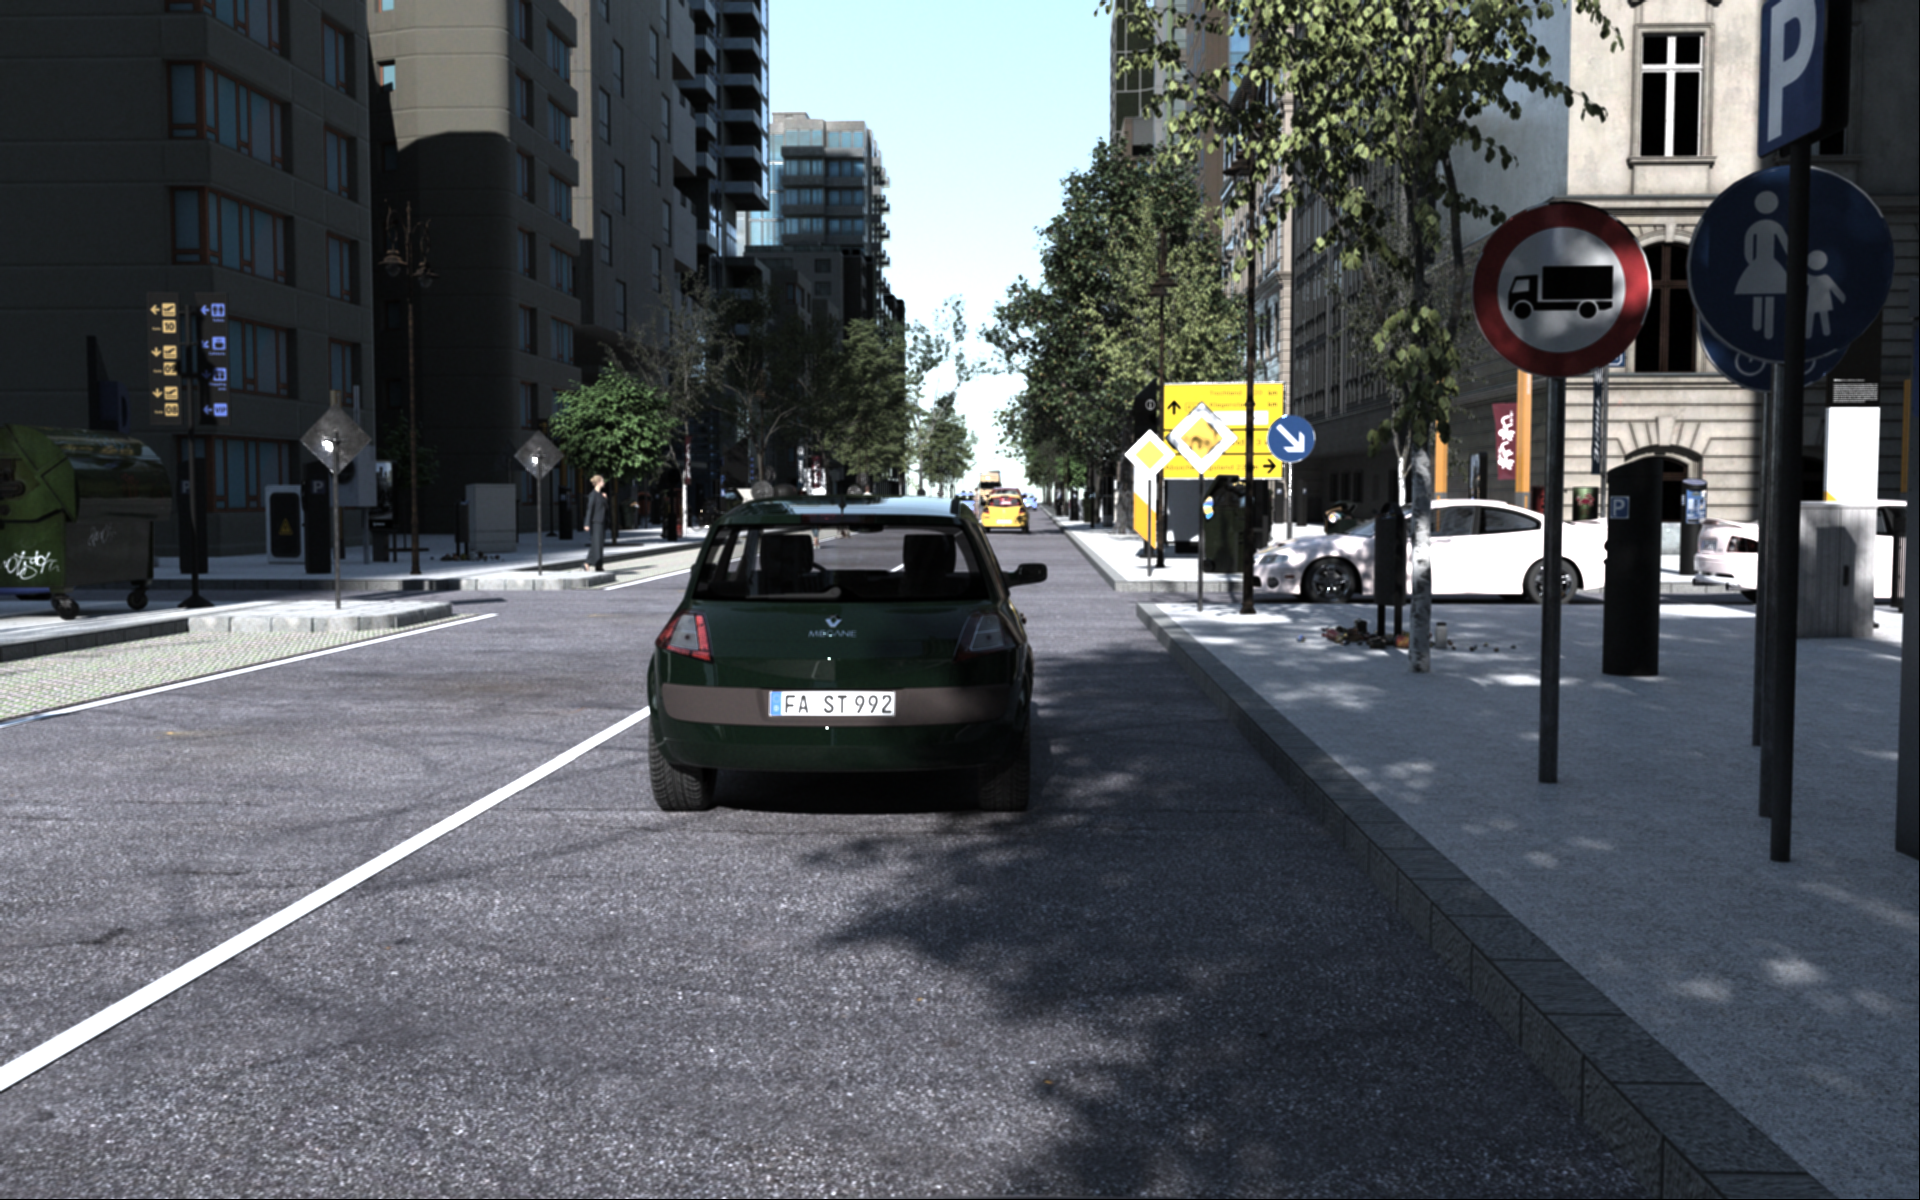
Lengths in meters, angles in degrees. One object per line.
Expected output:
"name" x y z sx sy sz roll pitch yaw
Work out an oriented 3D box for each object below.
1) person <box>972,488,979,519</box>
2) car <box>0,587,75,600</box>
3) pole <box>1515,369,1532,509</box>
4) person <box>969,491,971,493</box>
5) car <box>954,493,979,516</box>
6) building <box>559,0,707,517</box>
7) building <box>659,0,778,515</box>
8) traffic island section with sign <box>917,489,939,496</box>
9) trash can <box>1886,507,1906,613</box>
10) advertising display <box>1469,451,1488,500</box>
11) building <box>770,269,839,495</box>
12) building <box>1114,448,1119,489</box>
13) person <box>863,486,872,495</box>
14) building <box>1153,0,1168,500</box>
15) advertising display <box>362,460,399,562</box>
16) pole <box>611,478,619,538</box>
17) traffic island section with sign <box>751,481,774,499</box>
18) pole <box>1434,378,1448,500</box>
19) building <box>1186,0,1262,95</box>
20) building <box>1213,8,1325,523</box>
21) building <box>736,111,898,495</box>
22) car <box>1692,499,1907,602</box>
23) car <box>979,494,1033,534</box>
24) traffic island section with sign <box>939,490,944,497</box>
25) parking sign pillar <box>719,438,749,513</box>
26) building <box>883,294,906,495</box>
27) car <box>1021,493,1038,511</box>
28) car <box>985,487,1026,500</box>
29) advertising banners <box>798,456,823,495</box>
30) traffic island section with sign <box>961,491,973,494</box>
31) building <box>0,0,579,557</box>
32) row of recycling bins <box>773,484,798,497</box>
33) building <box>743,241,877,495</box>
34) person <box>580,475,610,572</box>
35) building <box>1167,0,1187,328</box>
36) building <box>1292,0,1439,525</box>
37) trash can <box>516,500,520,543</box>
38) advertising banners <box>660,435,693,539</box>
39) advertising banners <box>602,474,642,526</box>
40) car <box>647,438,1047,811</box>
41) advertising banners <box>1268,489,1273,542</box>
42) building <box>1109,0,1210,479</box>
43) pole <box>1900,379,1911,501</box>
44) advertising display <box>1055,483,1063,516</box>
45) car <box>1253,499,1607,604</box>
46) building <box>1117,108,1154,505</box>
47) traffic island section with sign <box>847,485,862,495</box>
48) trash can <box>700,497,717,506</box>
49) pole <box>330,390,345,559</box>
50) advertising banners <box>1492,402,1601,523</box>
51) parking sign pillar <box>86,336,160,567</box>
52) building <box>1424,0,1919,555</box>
"person" 0.829 -5.121 92.563 0.374 1.781 0.599 -1 4 -12
"car" -13.387 -0.773 22.234 3.694 1.707 1.945 0 4 3
"pole" 8.612 -1.997 26.493 0.158 3.312 0.155 0 3 0
"person" 0.947 -9.393 162.797 1.217 1.735 0.721 -1 4 -14
"car" 0.320 -6.508 115.991 1.945 1.707 3.694 0 4 2
"building" -28.768 -30.481 87.597 28.713 52.752 27.495 0 4 2
"building" -23.910 -49.176 116.694 22.319 86.520 31.000 0 4 2
"traffic island section with sign" -2.753 -7.163 125.736 1.989 1.847 2.006 0 4 2
"trash can" 10.378 -0.428 18.647 0.748 1.137 0.748 0 3 0
"advertising display" 7.946 -1.308 26.607 0.123 1.923 0.974 0 4 7
"building" -25.736 -18.570 148.666 27.650 21.520 28.899 0 4 2
"building" 31.210 -36.957 223.852 23.786 49.044 30.456 0 4 2
"person" -3.595 -3.635 68.502 0.480 1.755 0.524 1 4 16
"building" 27.729 -37.431 154.000 21.231 58.520 28.212 0 4 2
"advertising display" -11.010 -1.692 32.875 0.974 1.923 0.123 2 4 35
"pole" -10.165 -3.491 50.923 0.158 3.312 0.155 0 3 0
"traffic island section with sign" -5.724 -2.535 50.071 1.989 1.847 2.006 0 4 2
"pole" 8.495 -2.247 30.580 0.158 3.312 0.155 0 3 0
"building" 23.066 -28.693 119.248 14.600 45.320 14.200 0 4 2
"building" 20.435 -17.827 88.738 12.463 27.353 25.104 0 4 2
"building" -20.543 -36.961 223.917 23.786 49.044 30.456 0 4 2
"car" 11.880 -0.585 21.927 4.827 1.381 2.083 0 4 4
"car" 1.702 -3.313 64.392 2.015 1.641 3.980 0 4 3
"traffic island section with sign" -1.655 -8.862 153.519 1.989 1.847 2.006 0 4 2
"parking sign pillar" -10.197 -5.498 78.358 1.447 3.967 1.447 -3 5 -43
"building" -15.230 -29.086 247.249 14.160 30.474 14.107 0 4 2
"car" 5.696 -8.481 148.254 1.945 1.707 3.694 0 4 1
"car" 2.528 -5.313 95.536 2.281 1.827 5.304 0 4 1
"advertising banners" -7.228 -5.030 78.426 2.074 3.025 0.090 -1 4 -15
"traffic island section with sign" 1.561 -13.858 235.213 1.989 1.847 2.006 0 4 2
"building" -28.318 -12.510 49.576 27.650 21.520 28.899 0 4 2
"row of recycling bins" -7.233 -3.939 71.516 1.069 1.692 3.534 0 4 -2
"building" -17.300 -26.324 202.100 14.160 30.474 14.107 0 4 2
"person" -6.533 -1.350 30.986 0.534 1.772 0.576 -1 4 -13
"building" 22.789 -27.518 133.511 14.154 41.232 14.086 0 4 2
"building" 21.059 -16.541 63.949 14.314 27.812 24.014 0 4 2
"trash can" -11.383 -1.941 43.389 0.748 1.137 0.748 0 3 0
"advertising banners" -8.283 -3.338 50.763 0.090 3.025 2.074 1 4 17
"advertising banners" -13.936 -4.549 70.565 2.074 3.025 0.090 1 4 12
"car" -0.518 0.035 9.222 2.009 1.686 4.222 0 4 0
"advertising banners" 8.055 -3.027 45.687 0.090 3.025 2.074 1 4 20
"building" 29.914 -49.593 249.097 20.563 71.187 20.611 0 4 2
"pole" 16.898 -2.265 30.877 0.158 3.312 0.155 0 3 0
"advertising display" 5.773 -5.845 100.784 0.123 1.923 0.974 -1 4 -16
"car" 6.186 -0.638 22.790 4.827 1.381 2.083 0 4 1
"building" 25.542 -33.723 201.487 14.600 45.320 14.200 0 4 2
"traffic island section with sign" -4.674 -4.187 77.085 1.989 1.847 2.006 0 4 2
"trash can" -11.075 -3.962 76.436 0.748 1.137 0.748 0 3 0
"pole" -12.233 -2.459 34.042 0.158 3.312 0.155 0 3 0
"advertising banners" 11.018 -2.225 32.566 2.074 3.025 0.090 2 4 32
"parking sign pillar" -14.818 -2.553 30.219 1.447 3.967 1.447 -1 4 -15
"building" 29.628 -13.515 40.060 34.723 24.649 14.460 0 4 2
